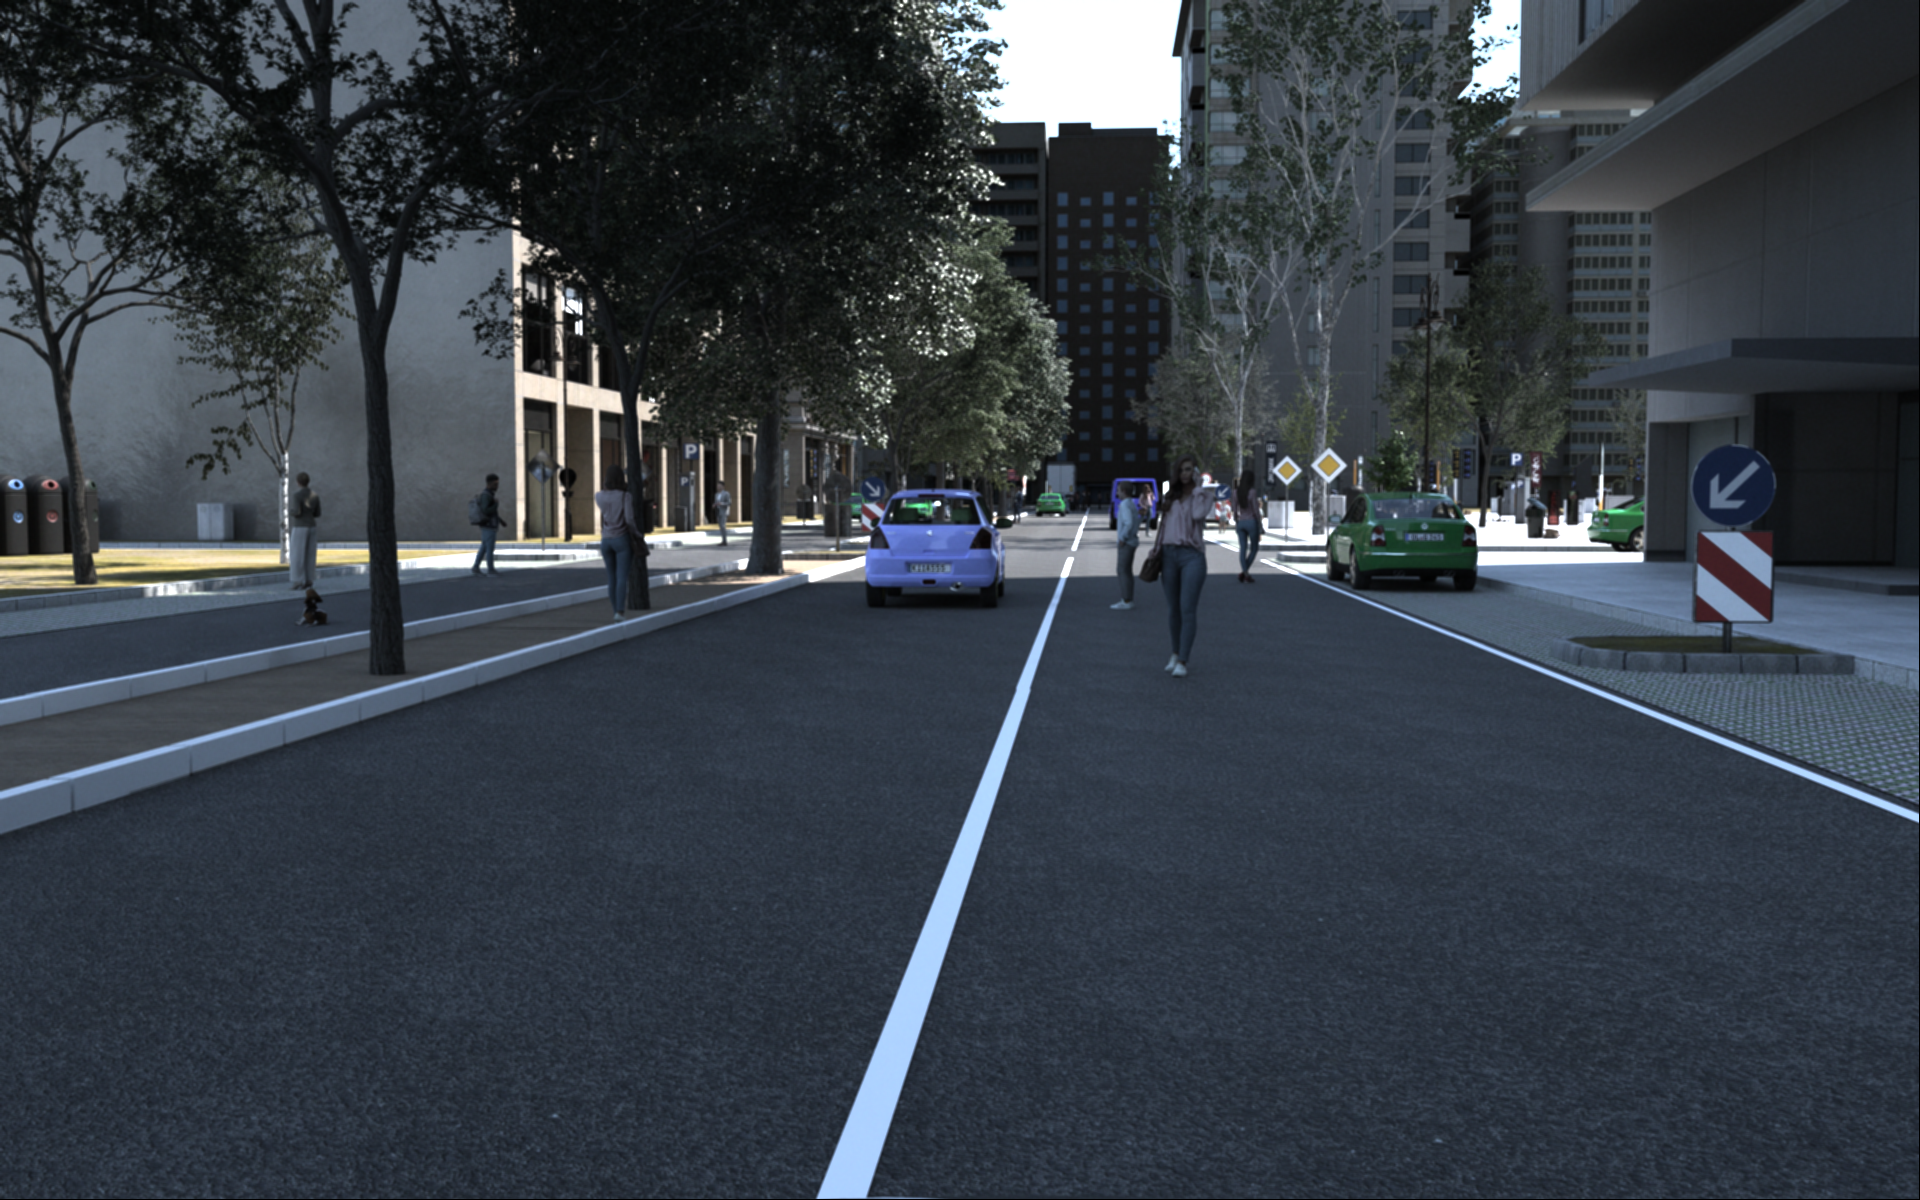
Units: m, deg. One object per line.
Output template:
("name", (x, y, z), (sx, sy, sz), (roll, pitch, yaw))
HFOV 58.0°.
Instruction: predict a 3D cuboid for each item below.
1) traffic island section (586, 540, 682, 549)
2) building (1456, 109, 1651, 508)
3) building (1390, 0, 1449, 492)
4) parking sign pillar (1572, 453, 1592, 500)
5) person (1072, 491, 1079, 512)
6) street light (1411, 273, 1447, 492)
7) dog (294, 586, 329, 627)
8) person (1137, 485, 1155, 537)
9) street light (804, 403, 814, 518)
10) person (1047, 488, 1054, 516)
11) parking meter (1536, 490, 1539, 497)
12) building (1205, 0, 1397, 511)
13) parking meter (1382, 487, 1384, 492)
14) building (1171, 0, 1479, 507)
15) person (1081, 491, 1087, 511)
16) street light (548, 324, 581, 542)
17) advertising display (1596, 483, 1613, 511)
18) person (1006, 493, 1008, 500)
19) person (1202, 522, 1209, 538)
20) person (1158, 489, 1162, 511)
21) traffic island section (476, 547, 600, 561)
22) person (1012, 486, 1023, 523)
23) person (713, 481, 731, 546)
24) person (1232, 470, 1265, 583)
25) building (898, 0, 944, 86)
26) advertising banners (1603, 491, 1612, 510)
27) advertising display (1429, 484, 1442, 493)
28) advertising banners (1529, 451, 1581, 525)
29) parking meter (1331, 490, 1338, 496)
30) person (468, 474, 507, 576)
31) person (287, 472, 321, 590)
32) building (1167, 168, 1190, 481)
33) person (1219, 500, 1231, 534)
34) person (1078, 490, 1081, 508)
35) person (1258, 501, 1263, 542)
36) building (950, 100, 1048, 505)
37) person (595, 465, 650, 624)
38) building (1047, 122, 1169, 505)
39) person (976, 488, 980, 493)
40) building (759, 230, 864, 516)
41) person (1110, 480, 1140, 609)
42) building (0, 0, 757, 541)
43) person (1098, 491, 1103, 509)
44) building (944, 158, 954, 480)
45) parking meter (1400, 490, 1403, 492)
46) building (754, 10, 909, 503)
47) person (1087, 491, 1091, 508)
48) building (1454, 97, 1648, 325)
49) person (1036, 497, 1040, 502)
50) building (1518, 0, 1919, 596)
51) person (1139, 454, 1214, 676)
("traffic island section", (-8.612, -1.465, 46.236), (2.009, 0.180, 2.903), (0, 4, 4))
("building", (63.046, -29.512, 174.410), (23.993, 40.220, 32.217), (0, 4, 4))
("building", (30.944, -43.787, 154.169), (20.563, 71.187, 20.611), (0, 4, 4))
("parking sign pillar", (41.254, -7.734, 114.925), (1.447, 3.967, 1.447), (-1, 4, -20))
("person", (9.081, -7.730, 136.359), (0.593, 1.643, 0.415), (0, 4, -3))
("street light", (9.803, -3.886, 36.326), (0.468, 5.910, 1.993), (0, 4, 4))
("dog", (-7.202, 0.068, 19.079), (0.550, 0.427, 0.748), (1, 4, 10))
("person", (6.196, -3.018, 58.441), (0.593, 1.750, 0.643), (-3, 5, -40))
("street light", (-7.435, -6.962, 86.610), (0.468, 5.910, 1.993), (0, 4, 4))
("person", (6.025, -6.527, 114.987), (0.659, 1.850, 0.755), (1, 4, 20))
("parking meter", (34.179, -5.782, 102.951), (0.372, 1.533, 0.369), (0, 3, 0))
("building", (26.366, -27.782, 137.837), (14.154, 41.232, 14.086), (0, 4, 4))
("parking meter", (26.827, -6.355, 109.620), (0.399, 1.863, 0.255), (0, 4, 6))
("building", (36.725, -36.061, 178.833), (28.713, 52.752, 27.495), (0, 4, 4))
("person", (10.331, -8.271, 144.538), (0.445, 1.727, 0.742), (1, 4, 20))
("street light", (-10.585, -4.508, 46.498), (0.468, 5.910, 1.993), (0, 4, 4))
("advertising display", (36.996, -5.766, 99.483), (0.123, 1.923, 0.974), (-3, 5, -41))
("person", (3.473, -7.757, 136.043), (0.721, 1.735, 1.217), (3, 4, 36))
("person", (6.564, -2.134, 48.890), (1.012, 1.151, 0.738), (0, 4, 0))
("person", (16.316, -8.171, 142.108), (0.705, 1.823, 1.348), (-1, 4, -11))
("traffic island section", (-9.227, -0.978, 38.275), (2.009, 0.180, 2.903), (0, 4, 4))
("person", (2.804, -4.650, 84.711), (0.419, 1.800, 0.721), (-3, 4, -37))
("person", (-6.666, -2.408, 48.065), (0.606, 1.804, 0.583), (2, 4, 34))
("person", (4.673, -1.192, 28.007), (0.555, 1.821, 0.388), (2, 4, 31))
("building", (-13.038, -32.958, 162.572), (21.300, 48.544, 21.600), (0, 4, 4))
("advertising banners", (29.268, -5.040, 78.594), (0.090, 3.025, 2.074), (0, 4, 7))
("advertising display", (30.131, -6.399, 109.843), (0.974, 1.923, 0.123), (-1, 4, -22))
("advertising banners", (24.345, -4.570, 70.905), (2.074, 3.025, 0.090), (1, 4, 10))
("parking meter", (22.484, -5.847, 104.007), (0.372, 1.533, 0.369), (0, 3, 0))
("person", (-8.189, -1.300, 30.109), (0.721, 1.781, 0.623), (-2, 4, -27))
("person", (-9.823, -1.030, 25.889), (0.362, 1.759, 0.519), (2, 4, 29))
("building", (32.321, -32.185, 209.815), (14.086, 41.232, 14.154), (0, 4, 4))
("person", (9.490, -2.964, 61.979), (0.505, 1.210, 0.382), (2, 4, 26))
("person", (12.388, -10.535, 180.768), (0.705, 1.821, 1.348), (1, 4, 13))
("person", (8.212, -2.121, 47.860), (0.332, 1.250, 0.352), (2, 4, 24))
("building", (0.419, -36.243, 216.274), (21.600, 48.544, 21.300), (0, 4, 4))
("person", (-3.727, -0.599, 18.882), (0.593, 1.750, 0.643), (1, 4, 17))
("building", (17.995, -34.336, 211.500), (14.200, 45.320, 14.600), (0, 4, 4))
("person", (1.385, -7.529, 131.230), (0.705, 1.869, 1.348), (-1, 4, -15))
("building", (-13.307, -15.313, 101.271), (10.553, 20.767, 40.483), (0, 4, 4))
("person", (2.089, -0.701, 21.767), (0.330, 1.601, 0.589), (2, 4, 26))
("building", (-20.394, -15.888, 64.286), (19.350, 26.468, 34.151), (0, 4, 4))
("person", (13.174, -9.356, 162.176), (0.721, 1.736, 1.217), (1, 4, 18))
("building", (-7.751, -30.938, 189.428), (14.086, 41.232, 14.154), (0, 4, 4))
("parking meter", (28.137, -6.263, 110.818), (0.372, 1.533, 0.369), (0, 3, 0))
("building", (-16.193, -31.628, 136.733), (23.786, 49.044, 30.456), (0, 4, 4))
("person", (13.780, -10.712, 184.435), (0.445, 1.727, 0.742), (0, 4, 1))
("building", (69.049, -36.202, 211.512), (30.456, 49.044, 23.786), (0, 4, 4))
("person", (6.809, -8.266, 146.882), (0.697, 1.427, 0.421), (1, 4, 10))
("building", (23.111, -26.246, 18.354), (28.713, 52.752, 27.495), (0, 4, 4))
("person", (1.769, -0.289, 13.821), (0.593, 1.750, 0.643), (2, 4, 32))
